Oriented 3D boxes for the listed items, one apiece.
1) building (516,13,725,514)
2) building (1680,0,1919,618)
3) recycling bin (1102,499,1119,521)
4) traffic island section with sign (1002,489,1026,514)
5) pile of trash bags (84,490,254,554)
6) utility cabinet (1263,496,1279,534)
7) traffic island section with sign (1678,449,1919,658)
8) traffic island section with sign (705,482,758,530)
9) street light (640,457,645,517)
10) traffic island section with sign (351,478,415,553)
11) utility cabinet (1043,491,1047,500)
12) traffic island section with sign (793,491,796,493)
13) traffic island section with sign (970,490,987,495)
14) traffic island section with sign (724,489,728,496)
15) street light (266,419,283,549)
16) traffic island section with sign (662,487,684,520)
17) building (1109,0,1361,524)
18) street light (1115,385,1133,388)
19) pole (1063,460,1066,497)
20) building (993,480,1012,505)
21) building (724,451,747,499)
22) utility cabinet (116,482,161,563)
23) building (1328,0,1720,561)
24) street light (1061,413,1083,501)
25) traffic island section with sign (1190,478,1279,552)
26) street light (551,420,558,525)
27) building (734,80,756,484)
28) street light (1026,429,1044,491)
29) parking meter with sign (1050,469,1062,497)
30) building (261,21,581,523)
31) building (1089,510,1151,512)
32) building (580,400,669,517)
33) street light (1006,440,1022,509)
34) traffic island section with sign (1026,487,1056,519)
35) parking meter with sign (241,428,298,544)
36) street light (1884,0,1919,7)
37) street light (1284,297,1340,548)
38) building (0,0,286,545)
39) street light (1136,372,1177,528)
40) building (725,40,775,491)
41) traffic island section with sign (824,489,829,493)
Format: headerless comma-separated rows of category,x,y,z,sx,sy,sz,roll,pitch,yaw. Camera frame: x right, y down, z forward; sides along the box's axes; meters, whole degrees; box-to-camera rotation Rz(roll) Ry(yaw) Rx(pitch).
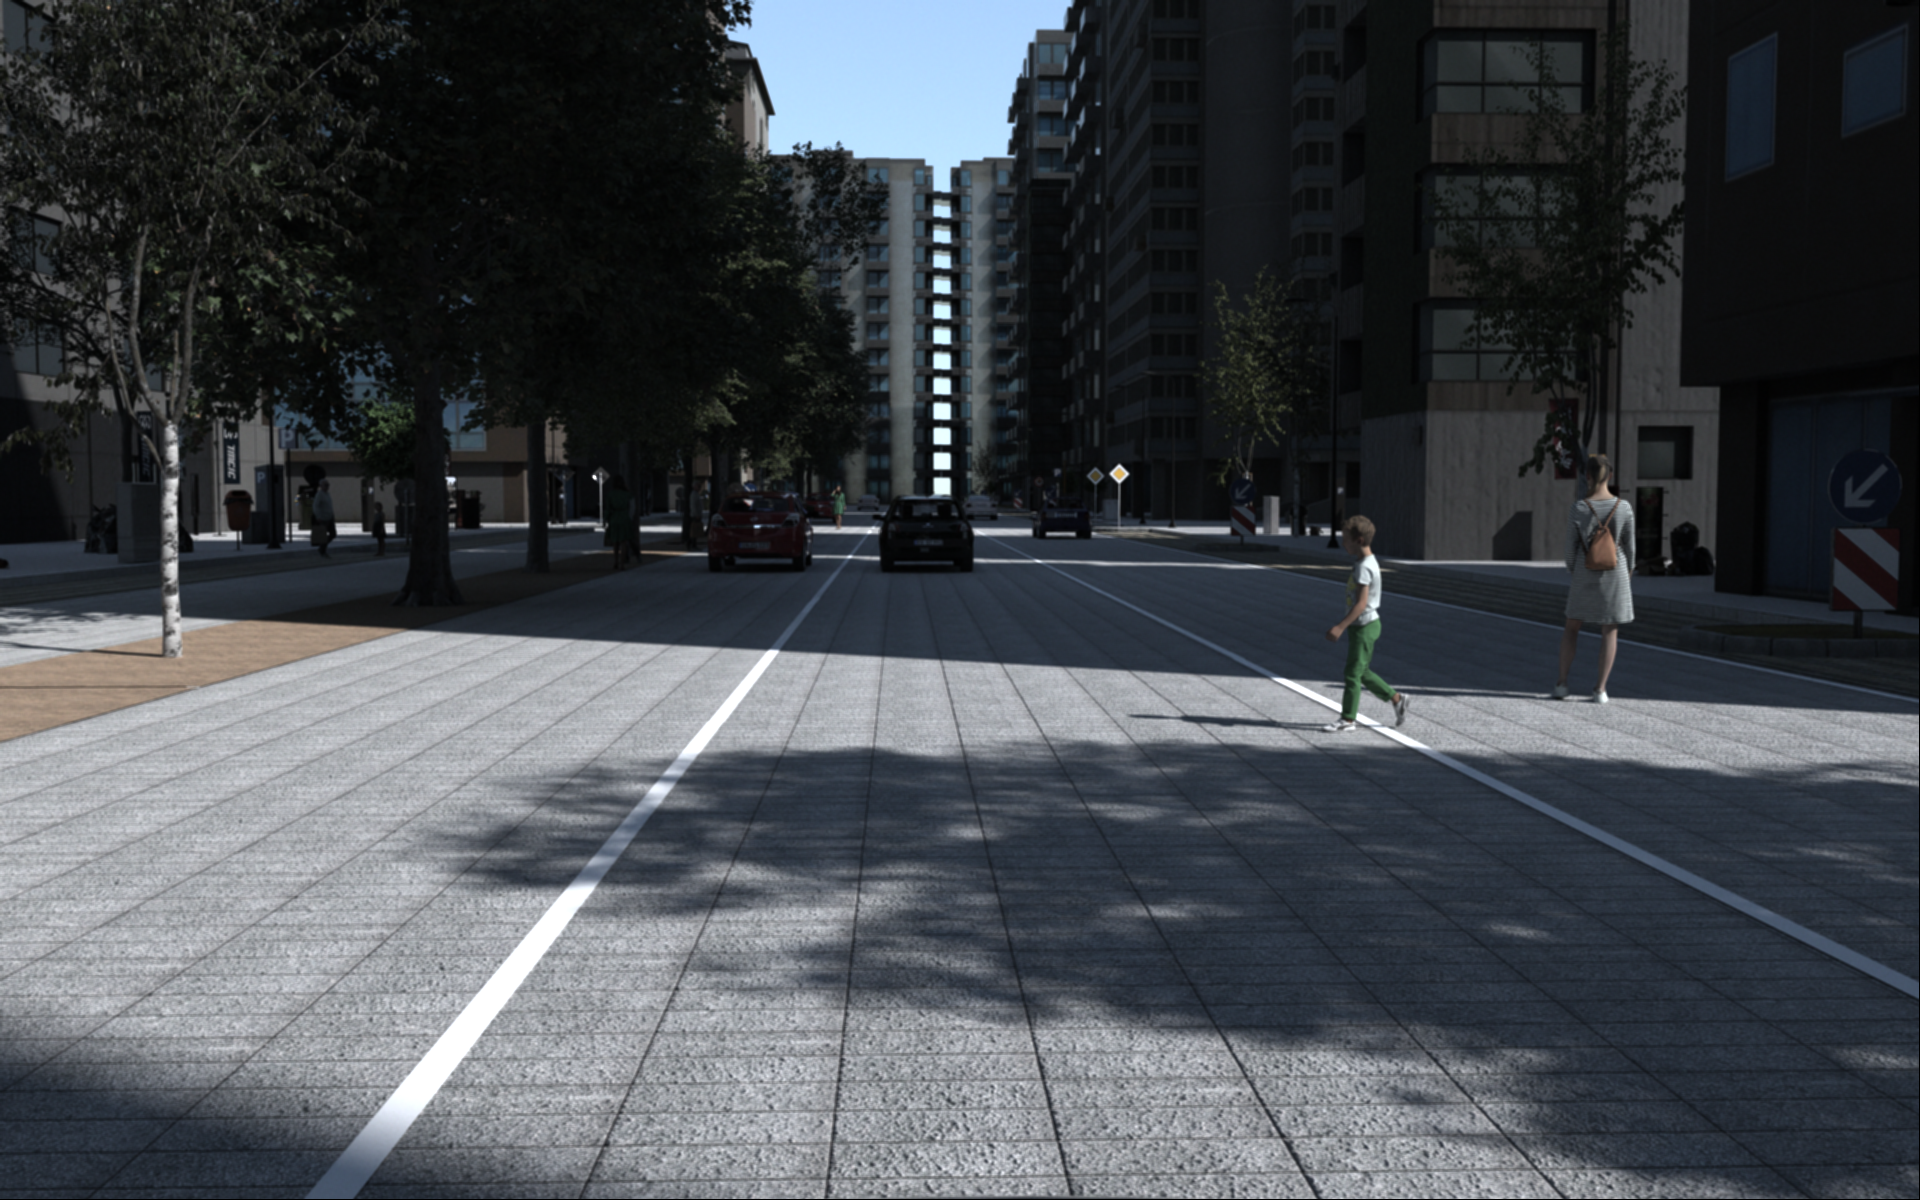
building,-26.352,-29.882,138.686,14.600,45.320,14.200,0,4,-2
building,16.694,-22.313,14.927,14.600,45.320,14.200,0,4,-2
recycling bin,7.206,-4.282,82.567,0.722,1.027,0.722,0,4,-6
traffic island section with sign,4.038,-7.153,125.586,1.989,1.847,2.006,0,4,-2
pile of trash bags,-17.524,-1.755,38.446,3.447,1.369,1.912,-2,4,-28
utility cabinet,10.016,-2.725,55.712,0.306,1.237,1.020,0,4,-3
traffic island section with sign,7.833,-0.452,16.025,1.989,1.847,2.006,0,4,-2
traffic island section with sign,-8.555,-3.520,65.691,2.006,1.907,1.989,0,4,-2
street light,-17.531,-7.688,98.247,1.470,5.913,1.316,0,4,-2
traffic island section with sign,-13.842,-2.106,43.064,1.989,1.847,2.006,0,4,-2
utility cabinet,5.953,-6.791,119.711,0.318,1.500,1.173,0,4,8
traffic island section with sign,-19.339,-11.863,202.590,1.989,1.847,2.006,0,4,-2
traffic island section with sign,2.292,-10.252,176.245,1.989,1.847,2.006,0,4,-2
traffic island section with sign,-16.671,-7.132,125.230,1.989,1.847,2.006,0,4,-2
street light,-15.508,-4.148,40.356,1.470,5.913,1.316,0,4,-2
traffic island section with sign,-15.727,-5.455,97.819,1.989,1.847,2.006,0,4,-2
building,20.420,-24.330,89.683,23.993,40.220,32.217,0,4,-2
street light,7.281,-6.201,73.935,1.470,5.913,1.316,0,4,-2
pole,6.346,-6.807,105.140,0.158,3.312,0.155,0,3,0
building,20.476,-31.753,211.036,32.217,40.220,23.993,0,4,-2
building,-35.222,-19.427,162.676,27.650,21.520,28.899,0,4,-2
utility cabinet,-15.367,-1.453,32.439,0.318,1.500,1.173,0,4,-2
building,15.693,-16.372,39.381,14.160,30.474,14.107,0,4,-2
street light,6.444,-7.728,98.892,1.470,5.913,1.316,0,4,-2
traffic island section with sign,6.870,-2.142,43.645,1.989,1.847,2.006,0,4,-2
street light,-16.582,-6.140,72.927,1.470,5.913,1.316,0,4,-2
building,-29.131,-32.676,184.355,14.600,45.320,14.200,0,4,-2
street light,5.443,-9.252,123.815,1.470,5.913,1.316,0,4,-2
parking meter with sign,6.418,-7.441,117.923,0.543,3.016,1.738,1,4,20
building,-25.922,-26.366,81.199,14.600,45.320,14.200,0,4,-2
building,19.712,-31.376,132.600,23.786,49.044,30.456,0,4,-2
building,-30.272,-29.548,106.818,21.300,48.544,21.600,0,4,-2
street light,4.622,-10.772,148.665,1.470,5.913,1.316,0,4,-2
traffic island section with sign,4.976,-5.498,98.521,1.989,1.847,2.006,0,4,-2
parking meter with sign,-17.941,-2.978,44.946,0.543,3.016,1.738,1,4,16
street light,9.237,-2.669,16.181,1.470,5.913,1.316,0,4,-2
street light,8.341,-4.189,41.028,1.470,5.913,1.316,0,4,-2
building,-34.817,-37.491,51.226,20.611,71.187,20.563,0,4,-2
street light,7.564,-5.709,65.880,1.470,5.913,1.316,0,4,-2
building,-36.862,-37.862,208.279,27.495,52.752,28.713,0,4,-2
traffic island section with sign,-11.402,-8.566,148.188,2.006,1.907,1.989,0,4,-2
